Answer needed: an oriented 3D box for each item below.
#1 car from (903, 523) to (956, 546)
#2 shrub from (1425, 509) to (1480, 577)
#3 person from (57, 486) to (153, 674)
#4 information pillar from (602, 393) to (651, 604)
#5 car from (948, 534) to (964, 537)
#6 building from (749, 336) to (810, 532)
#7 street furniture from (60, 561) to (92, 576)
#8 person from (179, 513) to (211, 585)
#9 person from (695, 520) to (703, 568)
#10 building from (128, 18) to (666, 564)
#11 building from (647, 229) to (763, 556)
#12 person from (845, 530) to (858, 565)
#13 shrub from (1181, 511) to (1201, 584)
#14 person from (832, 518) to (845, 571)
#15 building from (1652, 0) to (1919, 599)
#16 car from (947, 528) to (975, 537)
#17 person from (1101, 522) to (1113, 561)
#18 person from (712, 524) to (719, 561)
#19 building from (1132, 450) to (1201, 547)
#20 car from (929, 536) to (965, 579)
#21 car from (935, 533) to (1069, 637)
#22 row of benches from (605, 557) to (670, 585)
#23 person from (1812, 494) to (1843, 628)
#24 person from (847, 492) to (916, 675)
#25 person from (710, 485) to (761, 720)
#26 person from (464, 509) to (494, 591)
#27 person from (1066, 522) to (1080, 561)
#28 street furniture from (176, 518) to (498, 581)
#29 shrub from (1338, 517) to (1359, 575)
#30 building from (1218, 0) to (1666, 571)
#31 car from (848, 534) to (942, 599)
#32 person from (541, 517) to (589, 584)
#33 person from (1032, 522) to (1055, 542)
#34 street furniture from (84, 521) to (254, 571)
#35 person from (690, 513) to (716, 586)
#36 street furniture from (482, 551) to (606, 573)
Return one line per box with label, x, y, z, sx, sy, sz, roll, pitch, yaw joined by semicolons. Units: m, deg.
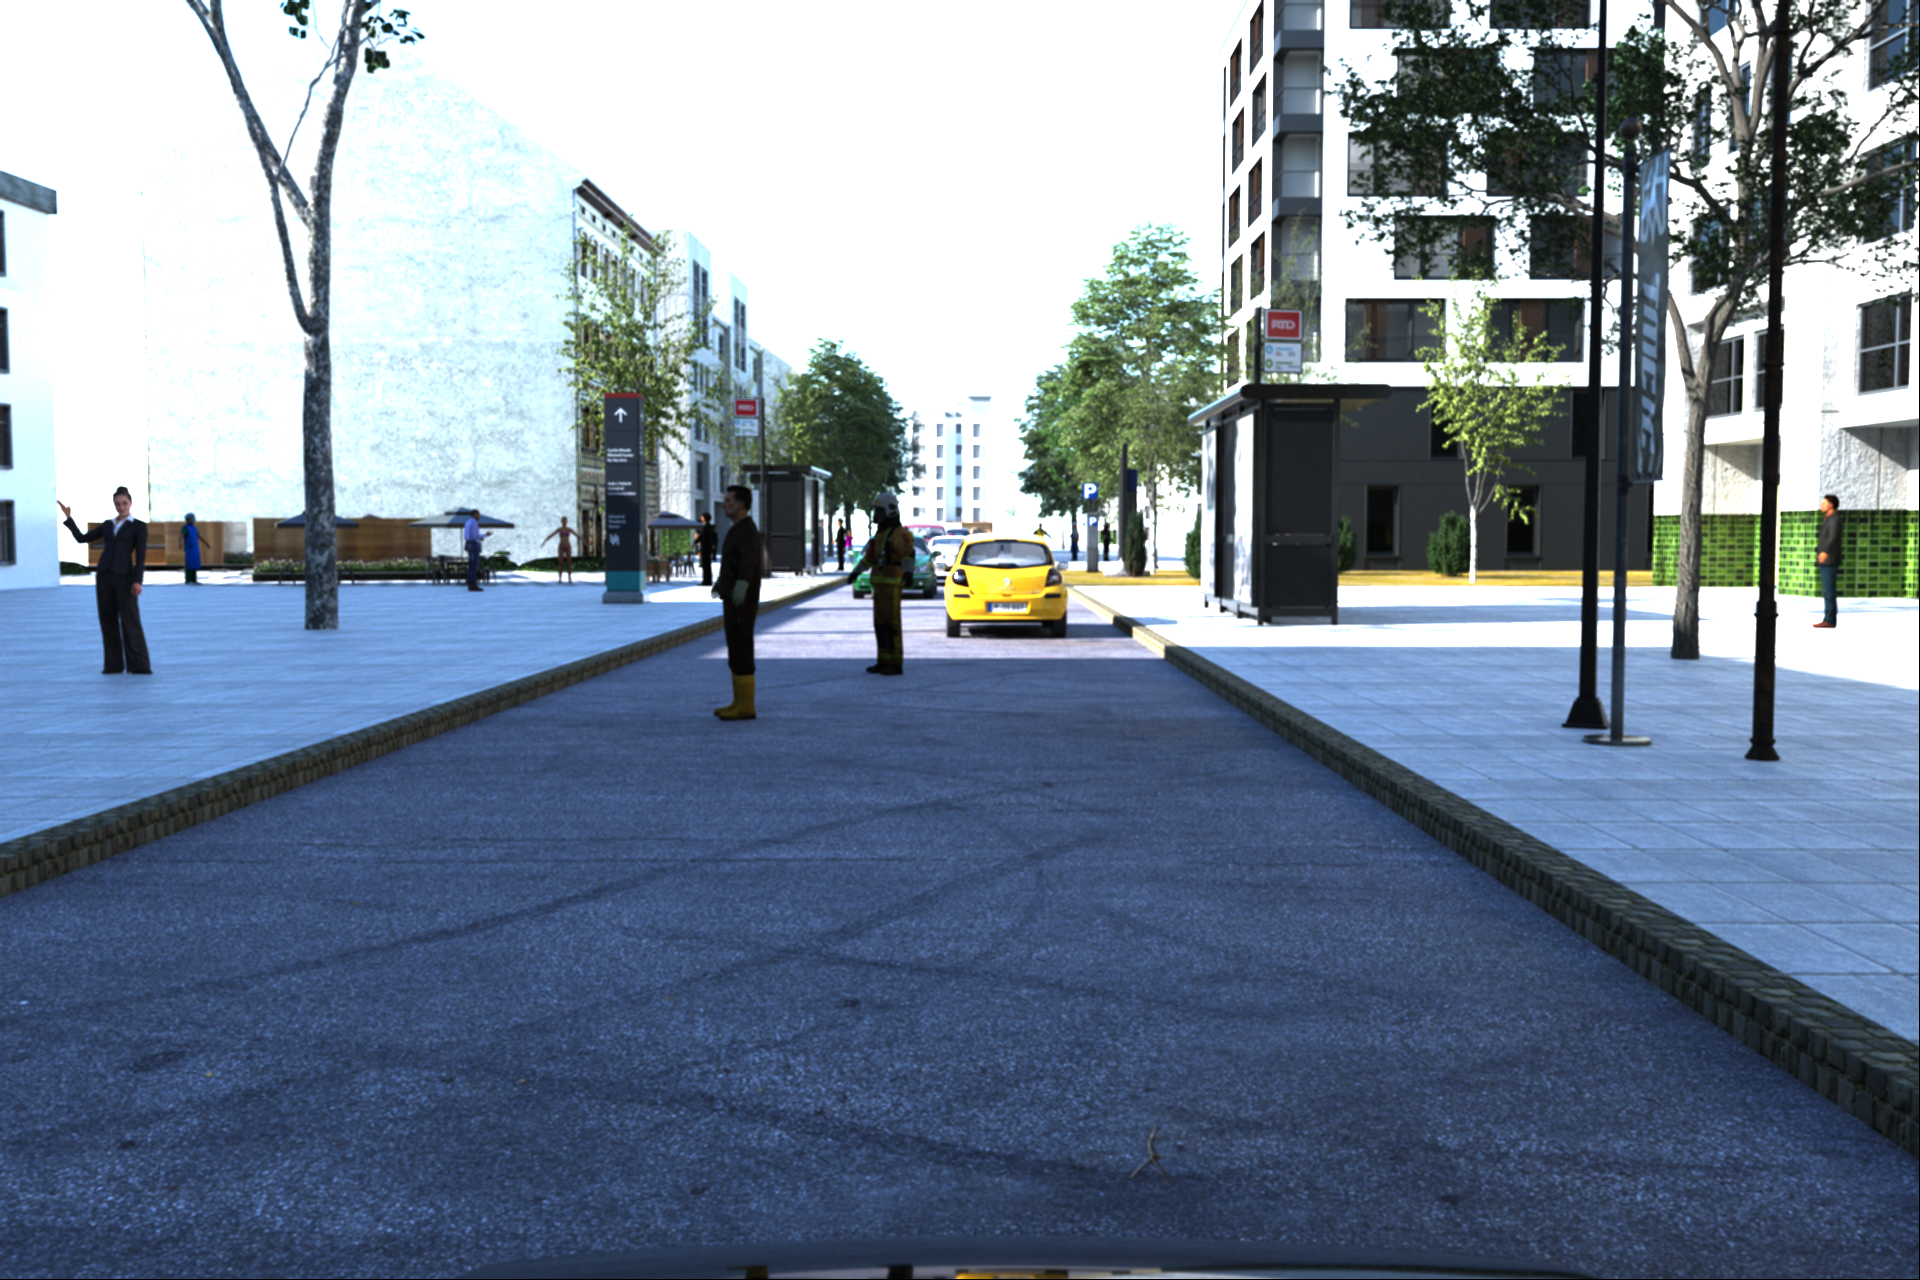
car;-1.275;-3.199;60.975;2.281;1.827;5.304;0;4;0
shrub;14.805;-2.915;52.081;1.690;2.028;1.600;0;3;0
person;-7.803;-0.548;15.806;0.742;1.727;0.445;-2;4;-27
information pillar;-6.199;-2.613;32.104;0.750;3.857;0.750;0;3;0
car;-0.380;-5.354;97.318;2.009;1.686;4.222;0;4;1
building;-24.666;-20.468;165.587;19.493;23.208;18.063;0;4;1
street furniture;-30.405;-2.118;50.263;10.072;0.657;5.734;-3;5;-40
person;-19.336;-2.293;43.622;0.704;1.817;1.347;0;4;7
person;-9.891;-3.671;66.167;0.704;1.843;1.345;0;4;7
building;-25.345;-15.384;82.456;19.493;23.208;18.063;0;4;1
building;-23.732;-15.297;116.571;16.747;18.905;31.486;0;4;1
person;-4.620;-3.826;71.814;0.991;1.433;0.599;-2;4;-35
shrub;6.509;-2.482;44.624;1.661;2.075;1.752;0;3;0
person;-4.192;-3.330;60.376;0.705;1.837;1.347;1;4;8
building;25.444;-9.806;26.782;16.747;18.905;31.486;0;4;1
car;-0.136;-6.472;114.486;2.281;1.827;5.304;0;4;0
person;6.936;-4.640;81.642;0.705;1.856;1.354;1;4;20
person;-11.482;-4.577;81.554;0.721;1.740;1.216;0;3;0
building;22.312;-14.613;181.074;9.099;9.664;28.070;0;4;1
car;-0.145;-2.264;49.373;2.083;1.381;4.827;0;4;1
car;0.635;-0.931;25.446;2.015;1.641;3.980;0;4;0
row of benches;-8.391;-1.828;45.357;1.422;0.672;4.104;0;4;5
person;11.839;-1.075;23.649;0.705;1.821;1.348;2;4;25
person;-0.765;-0.581;17.717;0.705;1.858;1.354;-2;4;-29
person;-1.744;-0.298;13.466;0.704;1.812;1.346;-1;4;-15
person;-10.844;-2.027;39.059;0.599;1.838;0.709;-3;4;-36
person;5.372;-4.641;81.735;0.705;1.847;1.347;-1;4;-22
street furniture;-16.690;-2.636;49.949;11.010;1.723;9.812;-1;4;-21
shrub;11.707;-3.052;54.321;1.690;2.028;1.600;0;3;0
building;24.950;-14.190;75.980;27.936;21.610;32.646;0;4;0
car;-1.464;-1.718;39.889;2.131;1.459;4.920;0;4;0
person;-10.231;-2.327;44.841;1.217;1.733;0.721;-1;4;-16
person;3.745;-4.549;80.343;1.349;1.833;0.705;-1;4;-21
street furniture;-27.492;-3.465;63.514;9.812;1.723;11.010;-1;4;-13
person;-6.259;-2.225;42.569;0.705;1.806;1.347;1;4;15
street furniture;-14.943;-2.820;61.735;5.734;0.657;10.072;0;4;-4
